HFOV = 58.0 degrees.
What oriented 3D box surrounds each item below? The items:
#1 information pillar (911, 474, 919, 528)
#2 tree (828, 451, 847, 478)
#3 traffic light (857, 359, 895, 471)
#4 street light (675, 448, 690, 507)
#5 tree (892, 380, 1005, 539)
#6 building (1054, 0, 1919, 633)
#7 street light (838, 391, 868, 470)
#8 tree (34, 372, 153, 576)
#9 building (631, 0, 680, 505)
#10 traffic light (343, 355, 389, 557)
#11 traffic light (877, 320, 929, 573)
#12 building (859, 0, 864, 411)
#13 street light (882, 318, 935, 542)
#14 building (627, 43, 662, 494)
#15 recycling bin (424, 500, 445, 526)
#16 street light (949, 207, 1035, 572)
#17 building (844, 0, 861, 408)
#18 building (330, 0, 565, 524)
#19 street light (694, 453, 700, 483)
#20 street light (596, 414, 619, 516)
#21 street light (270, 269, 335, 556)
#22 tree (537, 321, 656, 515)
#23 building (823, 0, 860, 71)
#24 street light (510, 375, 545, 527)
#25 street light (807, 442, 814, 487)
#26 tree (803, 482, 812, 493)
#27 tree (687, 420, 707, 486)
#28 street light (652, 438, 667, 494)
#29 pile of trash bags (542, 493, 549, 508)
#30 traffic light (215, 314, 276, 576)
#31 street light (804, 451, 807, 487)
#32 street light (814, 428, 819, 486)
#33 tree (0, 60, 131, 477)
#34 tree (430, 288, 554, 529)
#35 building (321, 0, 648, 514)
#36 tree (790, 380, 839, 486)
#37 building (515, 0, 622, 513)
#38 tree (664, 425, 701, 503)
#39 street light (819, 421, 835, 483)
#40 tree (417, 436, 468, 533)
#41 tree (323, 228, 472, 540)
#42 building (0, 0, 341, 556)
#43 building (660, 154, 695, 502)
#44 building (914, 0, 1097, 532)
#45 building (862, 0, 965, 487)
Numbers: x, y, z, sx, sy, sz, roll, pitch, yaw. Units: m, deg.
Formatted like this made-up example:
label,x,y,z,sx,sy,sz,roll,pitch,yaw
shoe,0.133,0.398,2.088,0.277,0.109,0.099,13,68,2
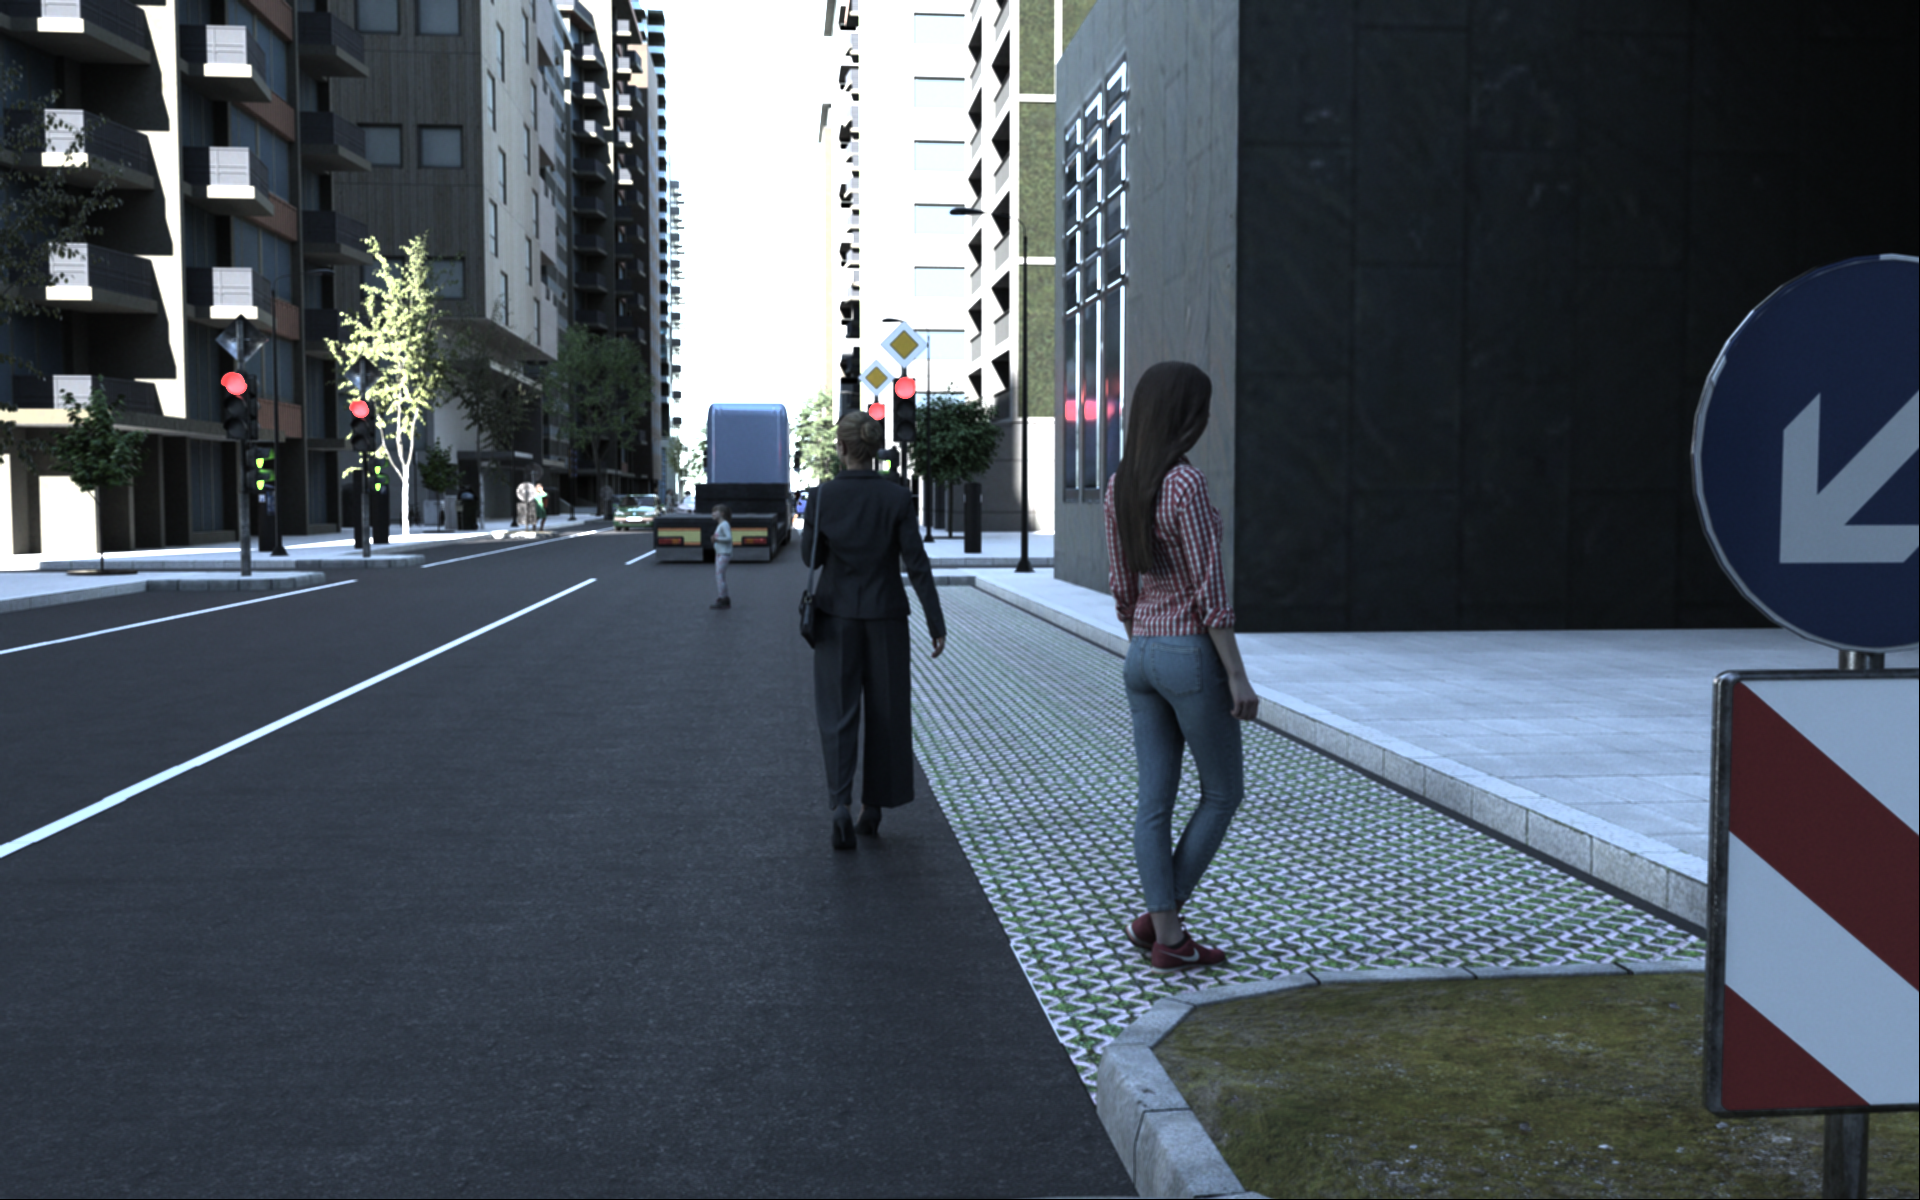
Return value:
label,x,y,z,sx,sy,sz,roll,pitch,yaw
information pillar,-1.680,-3.700,64.984,0.304,2.012,0.304,0,4,-1
tree,-7.056,-7.987,114.298,4.285,4.588,4.351,0,3,0
traffic light,-1.756,-2.884,36.075,0.839,4.253,0.868,0,4,-6
street light,-28.181,-12.387,175.073,1.470,5.913,1.316,0,4,-6
tree,-0.348,-4.059,50.078,4.285,4.588,4.351,0,3,0
building,14.140,-42.622,9.543,22.319,86.520,31.000,0,4,-6
street light,-4.714,-6.472,78.351,1.470,5.913,1.316,0,4,-6
tree,-13.644,-2.017,27.580,1.663,3.219,1.824,0,3,0
building,-44.746,-54.664,206.431,22.319,86.520,31.000,0,4,-6
traffic light,-12.010,-2.818,34.990,0.839,4.253,0.868,0,4,-6
traffic light,-0.925,-2.398,28.133,0.839,4.253,0.868,0,4,-6
building,-0.150,-26.870,122.920,14.154,41.232,14.086,0,4,-6
street light,-1.370,-4.485,45.876,1.470,5.913,1.316,0,4,-6
building,-36.782,-31.747,169.167,14.600,45.320,14.200,0,4,-6
recycling bin,-21.203,-3.512,69.972,0.722,1.027,0.722,0,4,0
street light,0.523,-3.409,28.271,1.470,5.913,1.316,0,4,-6
building,1.645,-29.989,144.937,22.147,44.769,28.867,0,4,-6
building,-34.461,-30.179,82.666,28.713,52.752,27.495,0,4,-6
street light,-30.098,-13.518,193.566,1.470,5.913,1.316,0,4,-6
street light,-20.347,-7.788,99.883,1.470,5.913,1.316,0,4,-6
street light,-13.613,-3.874,35.883,1.470,5.913,1.316,0,4,-6
tree,-22.121,-10.983,105.331,9.928,11.665,9.643,0,3,0
building,1.136,-35.699,172.921,28.713,52.752,27.495,0,4,-6
street light,-16.889,-5.817,67.646,1.470,5.913,1.316,0,4,-6
street light,-12.664,-11.122,154.383,1.470,5.913,1.316,0,4,-6
tree,-20.451,-14.618,233.606,1.663,3.219,1.824,0,3,0
tree,-37.639,-21.046,262.229,7.486,12.596,7.792,0,3,0
street light,-24.895,-10.445,143.311,1.470,5.913,1.316,0,4,-6
pile of trash bags,-25.557,-5.560,100.665,3.447,1.369,1.912,0,4,7
traffic light,-11.179,-2.332,27.048,0.839,4.253,0.868,0,4,-6
street light,-16.005,-13.089,186.542,1.470,5.913,1.316,0,4,-6
street light,-9.421,-9.179,122.617,1.470,5.913,1.316,0,4,-6
tree,-13.187,-4.380,21.978,4.360,8.622,3.978,0,3,0
tree,-17.096,-6.865,62.603,4.360,8.622,3.978,0,3,0
building,-38.500,-30.118,147.046,22.147,44.769,28.867,0,4,-6
tree,-15.093,-17.645,195.150,9.857,13.997,8.962,0,3,0
building,-40.495,-26.187,120.040,32.217,40.220,23.993,0,4,-6
tree,-29.912,-14.371,185.333,4.737,8.622,4.395,0,3,0
street light,-8.031,-8.414,110.109,1.470,5.913,1.316,0,4,-6
tree,-17.291,-3.866,57.817,1.663,3.219,1.824,0,3,0
tree,-15.557,-5.988,48.265,4.737,8.622,4.395,0,3,0
building,-29.336,-24.007,47.134,22.147,44.769,28.867,0,4,-6
building,-49.091,-37.831,238.139,23.786,49.044,30.456,0,4,-6
building,9.244,-38.155,62.081,20.563,71.187,20.611,0,4,-6
building,5.018,-33.959,97.221,21.231,58.520,28.212,0,4,-6
